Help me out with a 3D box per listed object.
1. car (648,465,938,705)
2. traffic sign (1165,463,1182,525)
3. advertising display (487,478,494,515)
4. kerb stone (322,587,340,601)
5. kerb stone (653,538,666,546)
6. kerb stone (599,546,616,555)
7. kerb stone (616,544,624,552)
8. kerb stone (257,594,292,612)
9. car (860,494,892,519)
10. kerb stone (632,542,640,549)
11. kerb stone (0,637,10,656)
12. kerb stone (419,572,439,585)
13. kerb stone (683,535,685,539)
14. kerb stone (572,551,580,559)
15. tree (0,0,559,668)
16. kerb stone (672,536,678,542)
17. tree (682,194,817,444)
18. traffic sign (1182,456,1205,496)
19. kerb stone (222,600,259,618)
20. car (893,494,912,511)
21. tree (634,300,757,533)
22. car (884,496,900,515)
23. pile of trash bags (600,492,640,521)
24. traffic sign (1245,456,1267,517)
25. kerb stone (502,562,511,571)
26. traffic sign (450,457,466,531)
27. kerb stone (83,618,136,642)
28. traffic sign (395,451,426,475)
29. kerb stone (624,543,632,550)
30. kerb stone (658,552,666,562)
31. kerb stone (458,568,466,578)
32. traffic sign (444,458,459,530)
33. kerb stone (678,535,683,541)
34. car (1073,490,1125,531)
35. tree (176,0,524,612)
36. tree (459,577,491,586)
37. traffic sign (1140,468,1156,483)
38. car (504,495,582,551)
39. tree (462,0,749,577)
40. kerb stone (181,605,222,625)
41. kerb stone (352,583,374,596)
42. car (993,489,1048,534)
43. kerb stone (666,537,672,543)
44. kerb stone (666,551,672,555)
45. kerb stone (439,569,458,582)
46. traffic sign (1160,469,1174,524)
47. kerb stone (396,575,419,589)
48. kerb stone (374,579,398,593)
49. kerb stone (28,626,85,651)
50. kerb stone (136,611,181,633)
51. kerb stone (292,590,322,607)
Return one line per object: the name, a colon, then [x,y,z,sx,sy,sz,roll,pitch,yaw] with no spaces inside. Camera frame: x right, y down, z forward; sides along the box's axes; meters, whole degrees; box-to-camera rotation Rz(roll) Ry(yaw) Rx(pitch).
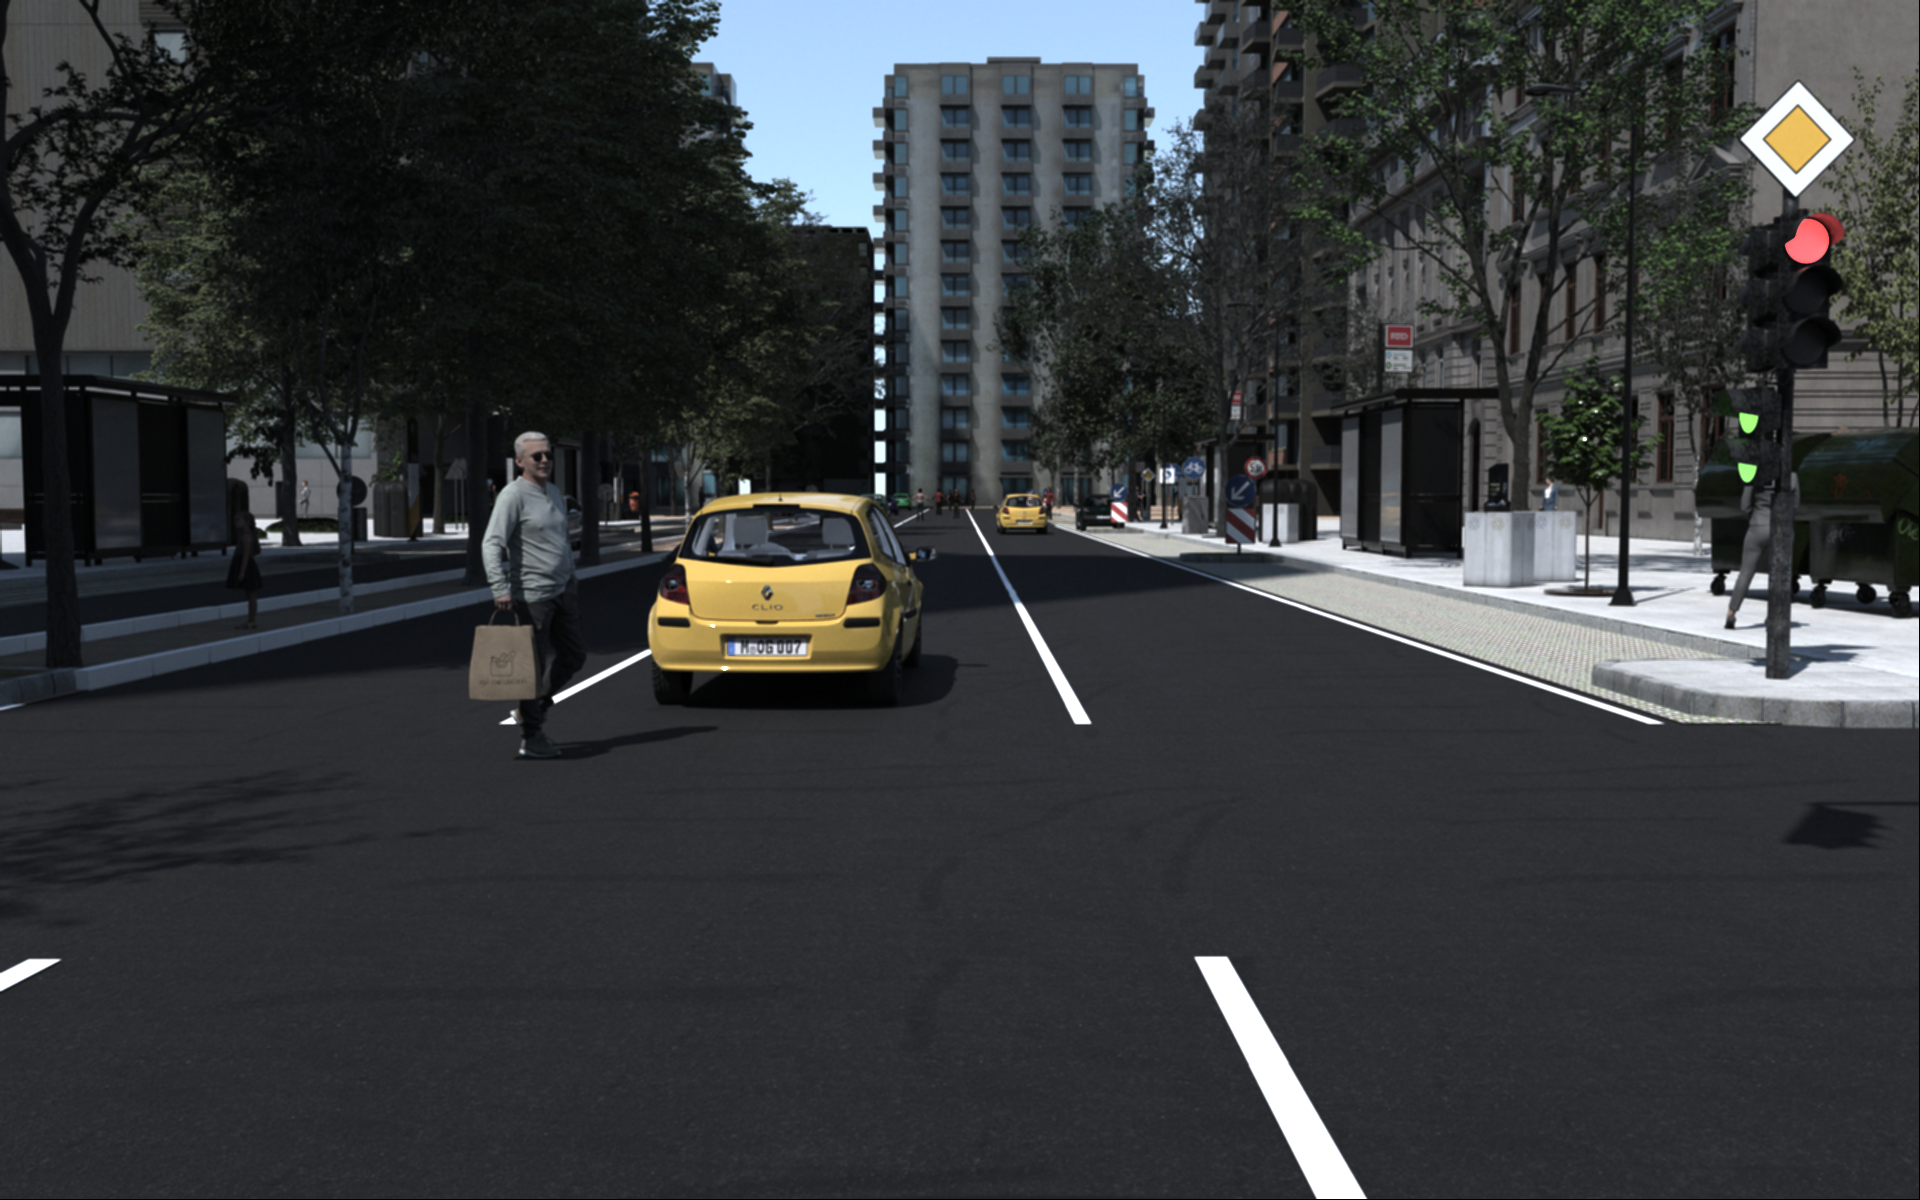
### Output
car: [-1.201,-0.184,13.231,2.015,1.641,3.980,0,4,2]
traffic sign: [8.779,-4.370,71.553,0.768,2.556,0.104,0,4,7]
advertising display: [-19.088,-3.934,69.542,0.123,1.923,0.974,2,4,24]
kerb stone: [-8.505,-0.070,23.337,0.120,0.150,1.000,0,3,0]
kerb stone: [-8.525,-1.637,48.986,0.120,0.150,1.000,0,3,0]
kerb stone: [-8.524,-1.200,41.819,0.120,0.150,1.000,0,3,0]
kerb stone: [-8.523,-1.261,42.841,0.120,0.150,1.000,0,3,0]
kerb stone: [-8.495,0.056,21.291,0.120,0.150,1.000,0,3,0]
car: [-4.762,-5.011,93.725,2.131,1.459,4.920,0,4,0]
kerb stone: [-8.522,-1.388,44.890,0.120,0.150,1.000,0,3,0]
kerb stone: [-8.498,0.432,15.133,0.120,0.150,1.000,0,3,0]
kerb stone: [-8.505,-0.321,27.454,0.120,0.150,1.000,0,3,0]
kerb stone: [-8.530,-1.890,53.096,0.120,0.150,1.000,0,3,0]
kerb stone: [-8.526,-1.012,38.740,0.120,0.150,1.000,0,3,0]
tree: [-7.318,-4.731,14.223,8.767,10.594,7.601,0,3,0]
kerb stone: [-8.526,-1.762,51.032,0.120,0.150,1.000,0,3,0]
tree: [-7.621,-6.449,42.315,8.767,10.594,7.601,0,3,0]
traffic sign: [7.926,-3.588,58.763,0.768,2.556,0.104,0,4,6]
kerb stone: [-8.500,0.126,20.269,0.120,0.150,1.000,0,3,0]
car: [-5.157,-8.754,151.925,1.959,1.807,4.718,0,4,0]
tree: [-7.661,-5.860,48.631,4.737,8.622,4.395,0,3,0]
car: [-5.077,-6.465,118.282,1.945,1.354,3.894,0,4,-2]
pile of trash bags: [-16.484,-4.585,84.716,1.912,1.369,3.447,-2,4,-35]
traffic sign: [10.026,-3.587,58.748,0.768,2.556,0.104,0,4,2]
kerb stone: [-8.514,-0.635,32.584,0.120,0.150,1.000,0,3,0]
traffic sign: [-17.371,-3.701,60.521,0.884,2.594,0.081,0,4,3]
kerb stone: [-8.494,0.307,17.178,0.120,0.150,1.000,0,3,0]
traffic sign: [-15.215,-2.934,47.983,0.884,2.594,0.081,0,4,5]
kerb stone: [-8.526,-1.325,43.863,0.120,0.150,1.000,0,3,0]
kerb stone: [-6.423,-0.885,36.702,0.120,0.150,1.000,0,3,0]
kerb stone: [-8.518,-0.447,29.503,0.120,0.150,1.000,0,3,0]
traffic sign: [-17.924,-3.769,61.630,0.884,2.594,0.081,0,4,2]
kerb stone: [-8.535,-1.827,52.066,0.120,0.150,1.000,0,3,0]
car: [5.452,-3.532,67.539,2.009,1.686,4.222,0,4,1]
tree: [-7.433,-4.165,20.915,4.360,8.622,3.978,0,3,0]
tree: [-7.616,-6.512,27.053,7.486,12.596,7.792,0,3,0]
traffic sign: [9.261,-5.227,85.191,0.795,2.593,0.064,1,4,8]
car: [-10.853,-2.028,45.161,2.014,1.417,4.499,0,4,-1]
tree: [-7.502,-6.975,34.625,7.486,12.596,7.792,0,3,0]
kerb stone: [-8.504,0.181,19.237,0.120,0.150,1.000,0,3,0]
kerb stone: [-8.503,-0.133,24.362,0.120,0.150,1.000,0,3,0]
car: [2.224,-3.218,62.830,2.015,1.641,3.980,0,4,-1]
kerb stone: [-8.526,-1.701,50.008,0.120,0.150,1.000,0,3,0]
kerb stone: [-6.416,-0.950,37.724,0.120,0.150,1.000,0,3,0]
kerb stone: [-8.508,-0.384,28.481,0.120,0.150,1.000,0,3,0]
traffic sign: [8.285,-4.113,69.375,0.606,2.300,0.079,1,4,10]
kerb stone: [-8.507,-0.257,26.416,0.120,0.150,1.000,0,3,0]
kerb stone: [-8.504,-0.185,25.385,0.120,0.150,1.000,0,3,0]
kerb stone: [-8.502,0.373,16.156,0.120,0.150,1.000,0,3,0]
kerb stone: [-8.502,0.244,18.204,0.120,0.150,1.000,0,3,0]
kerb stone: [-8.503,-0.007,22.315,0.120,0.150,1.000,0,3,0]
